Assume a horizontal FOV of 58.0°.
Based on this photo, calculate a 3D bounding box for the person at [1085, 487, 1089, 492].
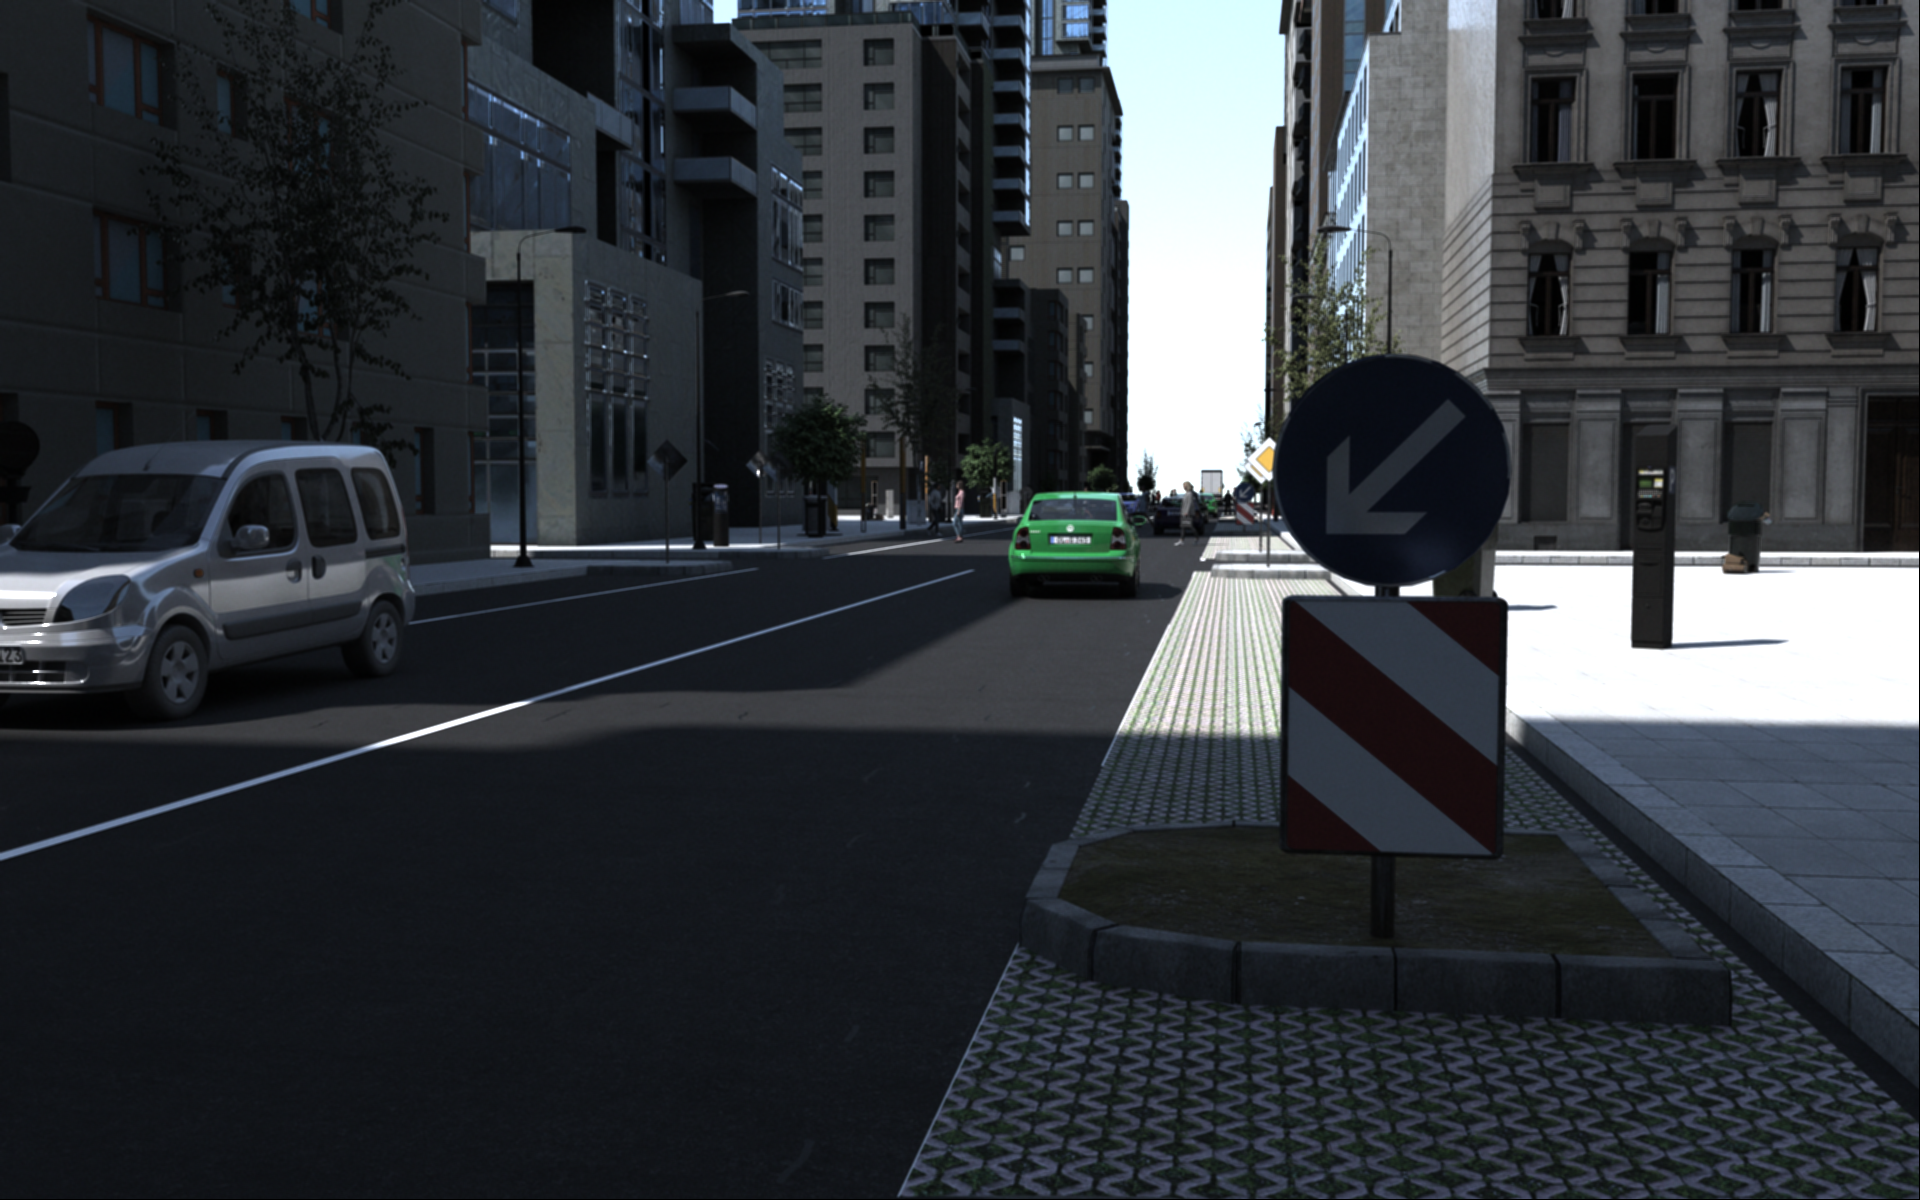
[{"bbox_3d":[7.182,-5.440,97.545,0.778,1.811,0.616,3,4,37],"label":"person"}]

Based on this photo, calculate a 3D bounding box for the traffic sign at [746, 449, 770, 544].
[{"bbox_3d":[-5.175,-2.672,44.871,0.795,2.450,0.064,1,4,13],"label":"traffic sign"}]

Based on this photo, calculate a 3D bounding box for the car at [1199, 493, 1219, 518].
[{"bbox_3d":[14.732,-5.890,105.095,1.959,1.807,4.718,0,4,8],"label":"car"}]

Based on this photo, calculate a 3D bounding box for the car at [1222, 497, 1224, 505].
[{"bbox_3d":[33.053,-12.937,223.519,2.014,1.417,4.499,0,4,7],"label":"car"}]

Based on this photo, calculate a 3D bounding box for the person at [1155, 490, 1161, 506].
[{"bbox_3d":[19.023,-9.633,165.931,0.705,1.831,1.348,2,4,27],"label":"person"}]

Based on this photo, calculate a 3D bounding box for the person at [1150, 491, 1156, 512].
[{"bbox_3d":[15.688,-8.014,140.444,0.530,1.710,0.541,0,4,-5],"label":"person"}]

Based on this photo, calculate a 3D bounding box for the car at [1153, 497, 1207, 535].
[{"bbox_3d":[7.855,-3.019,61.947,1.945,1.354,3.894,1,4,9],"label":"car"}]

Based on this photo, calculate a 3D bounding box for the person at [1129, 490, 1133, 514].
[{"bbox_3d":[12.234,-6.949,122.831,0.721,1.735,1.217,1,4,10],"label":"person"}]

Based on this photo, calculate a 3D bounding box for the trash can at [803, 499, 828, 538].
[{"bbox_3d":[-4.272,-2.420,51.212,0.748,1.137,0.748,0,3,0],"label":"trash can"}]

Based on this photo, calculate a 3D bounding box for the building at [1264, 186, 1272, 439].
[{"bbox_3d":[56.264,-38.706,256.539,21.300,48.544,21.600,1,4,9],"label":"building"}]

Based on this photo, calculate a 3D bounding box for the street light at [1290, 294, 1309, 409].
[{"bbox_3d":[8.407,-4.144,40.288,1.470,5.913,1.316,1,4,9],"label":"street light"}]

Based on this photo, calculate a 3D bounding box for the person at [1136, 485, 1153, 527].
[{"bbox_3d":[7.946,-4.046,74.746,0.778,1.811,0.616,-1,4,-15],"label":"person"}]

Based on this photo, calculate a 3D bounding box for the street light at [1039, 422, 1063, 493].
[{"bbox_3d":[5.690,-8.541,112.179,1.470,5.913,1.316,1,4,9],"label":"street light"}]

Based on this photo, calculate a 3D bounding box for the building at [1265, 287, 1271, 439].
[{"bbox_3d":[49.441,-28.649,240.119,14.160,30.474,14.107,1,4,9],"label":"building"}]

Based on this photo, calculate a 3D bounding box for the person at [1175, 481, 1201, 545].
[{"bbox_3d":[6.390,-2.428,48.376,0.728,1.800,0.709,0,4,-4],"label":"person"}]

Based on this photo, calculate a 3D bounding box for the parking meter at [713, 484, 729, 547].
[{"bbox_3d":[-5.841,-2.075,42.335,0.372,1.533,0.369,0,3,0],"label":"parking meter"}]

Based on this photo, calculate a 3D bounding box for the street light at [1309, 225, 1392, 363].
[{"bbox_3d":[6.866,-3.515,30.013,1.470,5.913,1.316,1,4,9],"label":"street light"}]

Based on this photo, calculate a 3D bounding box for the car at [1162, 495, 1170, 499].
[{"bbox_3d":[25.891,-12.290,213.523,1.945,1.354,3.894,1,4,8],"label":"car"}]

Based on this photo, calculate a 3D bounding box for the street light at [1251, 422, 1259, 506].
[{"bbox_3d":[20.155,-8.712,114.975,1.470,5.913,1.316,1,4,9],"label":"street light"}]

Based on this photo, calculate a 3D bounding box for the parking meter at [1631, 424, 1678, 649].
[{"bbox_3d":[5.785,-0.533,14.432,0.255,1.863,0.399,2,4,35],"label":"parking meter"}]

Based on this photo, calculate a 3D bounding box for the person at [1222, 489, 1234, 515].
[{"bbox_3d":[18.765,-6.853,121.092,0.434,1.755,0.990,-3,5,-40],"label":"person"}]

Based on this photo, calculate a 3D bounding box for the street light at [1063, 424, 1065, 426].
[{"bbox_3d":[6.312,-8.747,115.556,1.470,5.913,1.316,1,4,9],"label":"street light"}]

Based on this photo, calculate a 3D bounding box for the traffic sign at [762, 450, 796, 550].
[{"bbox_3d":[-4.174,-2.217,39.889,0.795,2.450,0.064,1,4,9],"label":"traffic sign"}]

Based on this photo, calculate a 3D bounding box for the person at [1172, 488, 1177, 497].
[{"bbox_3d":[13.149,-5.973,106.560,0.834,1.777,0.661,1,4,22],"label":"person"}]

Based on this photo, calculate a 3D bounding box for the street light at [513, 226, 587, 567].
[{"bbox_3d":[-7.148,-3.527,30.206,1.470,5.913,1.316,1,4,9],"label":"street light"}]

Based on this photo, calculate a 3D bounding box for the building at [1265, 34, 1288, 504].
[{"bbox_3d":[49.600,-47.890,221.245,20.563,71.187,20.611,1,4,9],"label":"building"}]

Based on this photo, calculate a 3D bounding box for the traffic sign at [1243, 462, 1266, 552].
[{"bbox_3d":[6.636,-2.112,38.180,0.795,2.450,0.064,1,4,9],"label":"traffic sign"}]

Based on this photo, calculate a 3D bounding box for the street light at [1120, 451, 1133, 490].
[{"bbox_3d":[19.073,-13.772,197.720,1.470,5.913,1.316,1,4,9],"label":"street light"}]

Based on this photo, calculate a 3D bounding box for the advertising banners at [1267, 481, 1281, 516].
[{"bbox_3d":[18.264,-6.388,100.626,0.090,3.025,2.074,-1,4,-13],"label":"advertising banners"}]

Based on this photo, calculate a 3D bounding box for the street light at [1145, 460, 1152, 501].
[{"bbox_3d":[24.774,-16.005,234.214,1.470,5.913,1.316,1,4,9],"label":"street light"}]

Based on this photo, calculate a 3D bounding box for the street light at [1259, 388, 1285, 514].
[{"bbox_3d":[14.031,-6.342,76.230,1.470,5.913,1.316,1,4,9],"label":"street light"}]

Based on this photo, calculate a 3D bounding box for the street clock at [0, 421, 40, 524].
[{"bbox_3d":[-9.461,-0.779,17.304,0.358,2.002,0.471,3,5,42],"label":"street clock"}]

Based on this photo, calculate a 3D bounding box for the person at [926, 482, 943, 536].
[{"bbox_3d":[-0.895,-3.129,59.508,0.795,1.843,0.661,2,4,29],"label":"person"}]

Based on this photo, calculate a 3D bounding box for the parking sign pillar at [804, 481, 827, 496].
[{"bbox_3d":[-6.979,-5.733,82.203,1.447,3.967,1.447,0,4,-4],"label":"parking sign pillar"}]

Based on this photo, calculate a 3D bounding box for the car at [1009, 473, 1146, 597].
[{"bbox_3d":[1.758,-1.026,25.578,1.959,1.807,4.718,0,4,7],"label":"car"}]

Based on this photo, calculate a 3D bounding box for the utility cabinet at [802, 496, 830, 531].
[{"bbox_3d":[-5.033,-3.034,60.762,1.020,1.237,0.306,-3,5,-39],"label":"utility cabinet"}]

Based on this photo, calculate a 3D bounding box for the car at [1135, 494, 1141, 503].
[{"bbox_3d":[18.370,-10.571,182.619,2.009,1.686,4.222,1,4,9],"label":"car"}]

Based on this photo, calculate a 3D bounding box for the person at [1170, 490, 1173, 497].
[{"bbox_3d":[18.653,-8.796,152.335,0.705,1.821,1.348,0,4,6],"label":"person"}]

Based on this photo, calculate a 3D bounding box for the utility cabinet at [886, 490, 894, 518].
[{"bbox_3d":[-3.757,-5.115,92.307,0.318,1.500,1.173,0,4,-8],"label":"utility cabinet"}]

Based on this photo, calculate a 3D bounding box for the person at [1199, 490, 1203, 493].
[{"bbox_3d":[16.980,-6.851,121.297,0.721,1.735,1.217,1,4,22],"label":"person"}]

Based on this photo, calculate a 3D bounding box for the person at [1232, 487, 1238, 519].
[{"bbox_3d":[16.006,-5.635,100.437,0.447,1.846,0.655,-1,4,-22],"label":"person"}]

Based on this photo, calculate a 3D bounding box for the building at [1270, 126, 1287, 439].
[{"bbox_3d":[44.033,-33.958,205.320,14.600,45.320,14.200,1,4,9],"label":"building"}]

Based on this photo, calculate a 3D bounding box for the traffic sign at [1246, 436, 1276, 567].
[{"bbox_3d":[5.399,-1.630,30.291,0.795,2.450,0.064,1,4,9],"label":"traffic sign"}]

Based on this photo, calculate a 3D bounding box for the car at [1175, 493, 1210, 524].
[{"bbox_3d":[11.320,-4.688,85.444,1.959,1.807,4.718,1,4,10],"label":"car"}]

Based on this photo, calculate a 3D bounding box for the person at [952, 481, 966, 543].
[{"bbox_3d":[-0.030,-2.612,51.217,0.388,1.821,0.555,-1,4,-16],"label":"person"}]

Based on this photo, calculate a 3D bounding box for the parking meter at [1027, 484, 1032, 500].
[{"bbox_3d":[4.200,-6.099,105.431,0.255,1.863,0.399,2,4,29],"label":"parking meter"}]

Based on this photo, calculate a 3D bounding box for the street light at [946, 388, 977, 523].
[{"bbox_3d":[0.053,-6.342,76.239,1.470,5.913,1.316,1,4,9],"label":"street light"}]

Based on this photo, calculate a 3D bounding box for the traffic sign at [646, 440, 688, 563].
[{"bbox_3d":[-5.410,-1.734,31.999,0.795,2.450,0.064,1,4,9],"label":"traffic sign"}]

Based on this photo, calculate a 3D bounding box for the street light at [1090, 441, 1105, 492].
[{"bbox_3d":[12.001,-10.993,152.269,1.470,5.913,1.316,1,4,9],"label":"street light"}]

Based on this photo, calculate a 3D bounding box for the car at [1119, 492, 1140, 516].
[{"bbox_3d":[11.145,-6.537,116.466,1.945,1.707,3.694,1,4,11],"label":"car"}]

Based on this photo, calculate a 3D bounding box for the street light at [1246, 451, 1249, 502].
[{"bbox_3d":[25.888,-10.912,150.954,1.470,5.913,1.316,1,4,9],"label":"street light"}]

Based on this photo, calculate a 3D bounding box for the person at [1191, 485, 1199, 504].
[{"bbox_3d":[9.609,-3.884,72.120,0.709,1.813,0.853,-2,4,-27],"label":"person"}]

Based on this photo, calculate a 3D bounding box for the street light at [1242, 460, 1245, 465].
[{"bbox_3d":[33.192,-13.793,198.061,1.470,5.913,1.316,1,4,9],"label":"street light"}]

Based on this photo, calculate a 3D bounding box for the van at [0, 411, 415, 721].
[{"bbox_3d":[-5.530,-0.327,12.365,2.013,2.044,4.112,1,4,10],"label":"van"}]

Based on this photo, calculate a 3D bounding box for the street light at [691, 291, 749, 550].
[{"bbox_3d":[-5.513,-4.121,39.915,1.470,5.913,1.316,1,4,9],"label":"street light"}]
